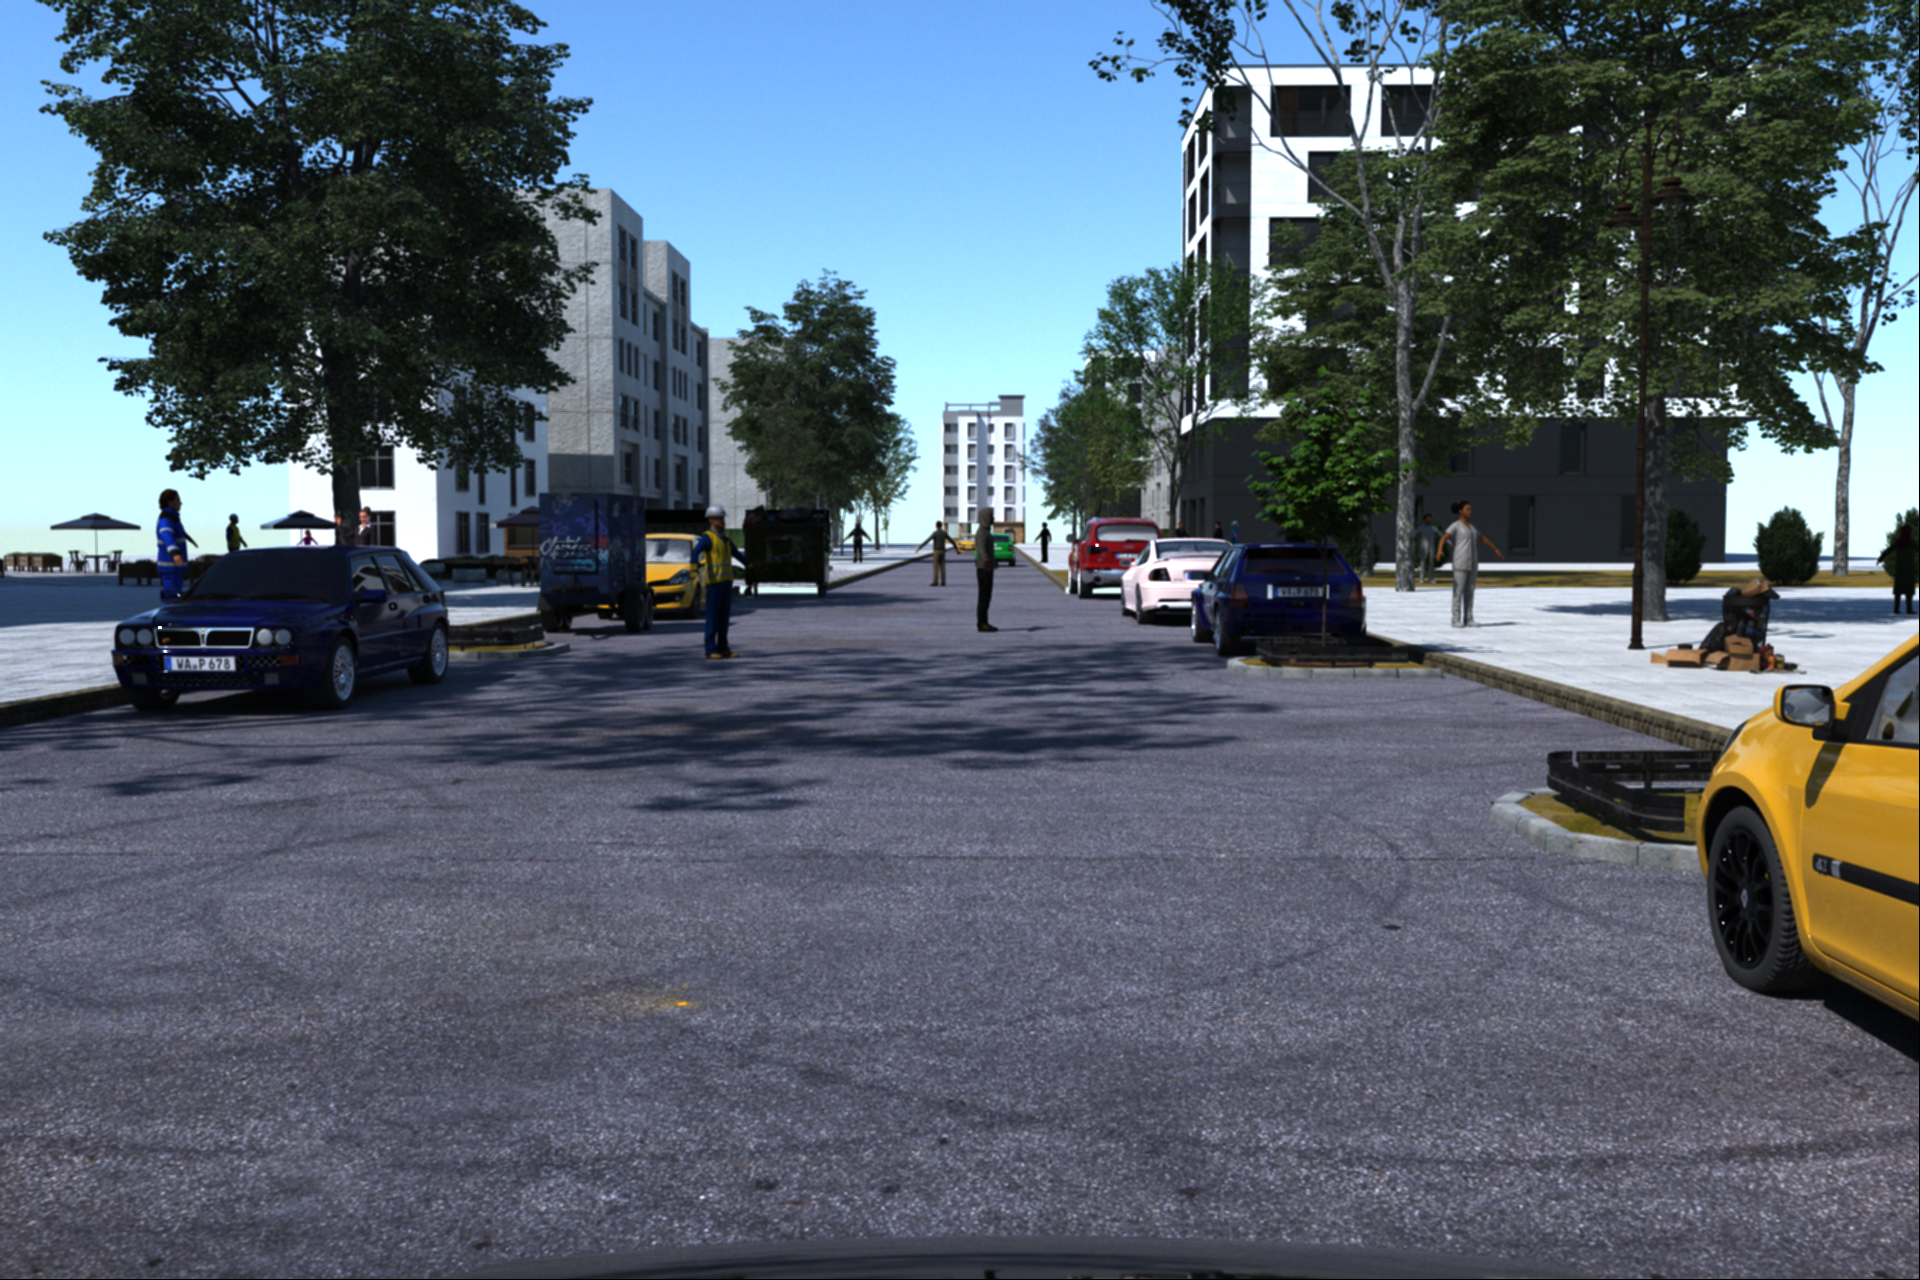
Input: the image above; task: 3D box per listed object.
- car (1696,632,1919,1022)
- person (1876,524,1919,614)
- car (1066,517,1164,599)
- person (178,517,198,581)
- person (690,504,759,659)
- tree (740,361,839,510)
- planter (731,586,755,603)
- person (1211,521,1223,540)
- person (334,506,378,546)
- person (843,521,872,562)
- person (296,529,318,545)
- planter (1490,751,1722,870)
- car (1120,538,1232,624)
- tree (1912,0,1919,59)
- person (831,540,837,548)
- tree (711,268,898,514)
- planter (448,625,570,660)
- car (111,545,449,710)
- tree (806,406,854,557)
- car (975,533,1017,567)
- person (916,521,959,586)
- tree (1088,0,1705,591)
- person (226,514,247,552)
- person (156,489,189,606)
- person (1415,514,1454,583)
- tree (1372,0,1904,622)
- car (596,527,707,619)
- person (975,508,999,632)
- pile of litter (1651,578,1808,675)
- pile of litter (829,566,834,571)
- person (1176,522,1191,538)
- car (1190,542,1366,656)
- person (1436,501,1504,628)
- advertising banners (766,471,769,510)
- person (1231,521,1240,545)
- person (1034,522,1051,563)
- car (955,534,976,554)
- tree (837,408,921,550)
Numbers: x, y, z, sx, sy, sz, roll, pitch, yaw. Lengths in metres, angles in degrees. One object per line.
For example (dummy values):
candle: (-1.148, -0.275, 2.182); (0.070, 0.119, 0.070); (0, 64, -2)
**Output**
car: (3.263, 0.366, 4.242); (2.015, 1.641, 3.980); (0, 4, 2)
person: (15.233, -1.141, 27.861); (0.599, 1.438, 0.989); (-3, 4, -36)
car: (3.630, -1.911, 39.910); (2.281, 1.827, 5.304); (0, 4, 0)
person: (-21.586, -2.548, 47.795); (1.346, 1.812, 0.704); (2, 4, 26)
person: (-2.727, -0.675, 19.954); (0.721, 1.772, 1.216); (2, 4, 29)
tree: (-7.482, -7.513, 73.198); (4.360, 8.622, 3.978); (0, 3, 0)
planter: (-5.442, -0.970, 36.996); (1.991, 0.319, 1.994); (0, 4, 2)
person: (11.069, -4.194, 74.507); (0.705, 1.837, 1.347); (2, 4, 30)
person: (-9.750, -1.290, 27.934); (0.742, 1.727, 0.445); (0, 4, -4)
person: (-4.617, -4.429, 78.189); (1.354, 1.856, 0.705); (1, 4, 14)
person: (-21.515, -2.922, 57.034); (0.599, 1.433, 0.991); (2, 4, 35)
planter: (3.644, 0.787, 8.279); (1.991, 0.319, 1.994); (0, 4, 1)
car: (3.749, -1.009, 28.856); (2.083, 1.381, 4.827); (0, 4, 0)
tree: (9.475, -6.273, 9.216); (9.857, 13.997, 8.962); (0, 3, 0)
person: (-3.902, -2.451, 45.929); (1.347, 1.847, 0.705); (-2, 4, -32)
tree: (-7.396, -10.898, 84.837); (9.857, 13.997, 8.962); (0, 3, 0)
planter: (-5.780, 0.025, 20.730); (1.991, 0.319, 1.994); (0, 4, 1)
car: (-5.864, -0.169, 15.340); (1.945, 1.354, 3.894); (0, 4, 1)
tree: (-6.951, -8.929, 96.355); (4.360, 8.622, 3.978); (0, 3, 0)
car: (1.573, -4.198, 77.439); (1.959, 1.807, 4.718); (0, 4, 1)
person: (-0.588, -2.389, 47.792); (1.348, 1.796, 0.705); (-2, 4, -30)
tree: (9.089, -11.076, 36.976); (12.611, 20.169, 13.585); (0, 3, 0)
person: (-19.812, -2.531, 47.354); (0.705, 1.833, 1.349); (0, 4, -5)
person: (-9.570, -0.925, 21.107); (0.704, 1.831, 1.345); (-1, 4, -22)
person: (12.140, -2.372, 44.965); (1.347, 1.806, 0.705); (0, 4, -3)
tree: (9.817, -6.546, 25.148); (7.486, 12.596, 7.792); (0, 3, 0)
car: (-5.232, -1.233, 30.384); (2.015, 1.641, 3.980); (0, 4, 1)
person: (0.403, -1.033, 25.476); (0.705, 1.813, 1.348); (0, 4, 6)
pile of litter: (7.366, -0.164, 16.642); (1.176, 0.858, 1.719); (0, 4, 1)
pile of litter: (-5.005, -2.847, 60.519); (1.176, 0.858, 1.719); (0, 4, 1)
person: (9.527, -4.185, 74.655); (1.346, 1.802, 0.704); (-3, 4, -36)
car: (3.908, -0.556, 21.676); (1.945, 1.354, 3.894); (0, 4, 1)
person: (6.988, -1.041, 23.793); (1.217, 1.739, 0.721); (-2, 4, -29)
advertising banners: (-5.402, -3.155, 47.771); (0.090, 3.025, 2.074); (0, 4, 2)
person: (11.320, -3.974, 71.104); (0.704, 1.817, 1.347); (0, 4, 2)
person: (3.754, -4.358, 77.434); (0.705, 1.806, 1.347); (2, 4, 35)
car: (0.637, -6.984, 124.410); (2.015, 1.641, 3.980); (0, 4, 1)
tree: (-6.633, -12.851, 135.864); (9.928, 11.665, 9.643); (0, 3, 0)
